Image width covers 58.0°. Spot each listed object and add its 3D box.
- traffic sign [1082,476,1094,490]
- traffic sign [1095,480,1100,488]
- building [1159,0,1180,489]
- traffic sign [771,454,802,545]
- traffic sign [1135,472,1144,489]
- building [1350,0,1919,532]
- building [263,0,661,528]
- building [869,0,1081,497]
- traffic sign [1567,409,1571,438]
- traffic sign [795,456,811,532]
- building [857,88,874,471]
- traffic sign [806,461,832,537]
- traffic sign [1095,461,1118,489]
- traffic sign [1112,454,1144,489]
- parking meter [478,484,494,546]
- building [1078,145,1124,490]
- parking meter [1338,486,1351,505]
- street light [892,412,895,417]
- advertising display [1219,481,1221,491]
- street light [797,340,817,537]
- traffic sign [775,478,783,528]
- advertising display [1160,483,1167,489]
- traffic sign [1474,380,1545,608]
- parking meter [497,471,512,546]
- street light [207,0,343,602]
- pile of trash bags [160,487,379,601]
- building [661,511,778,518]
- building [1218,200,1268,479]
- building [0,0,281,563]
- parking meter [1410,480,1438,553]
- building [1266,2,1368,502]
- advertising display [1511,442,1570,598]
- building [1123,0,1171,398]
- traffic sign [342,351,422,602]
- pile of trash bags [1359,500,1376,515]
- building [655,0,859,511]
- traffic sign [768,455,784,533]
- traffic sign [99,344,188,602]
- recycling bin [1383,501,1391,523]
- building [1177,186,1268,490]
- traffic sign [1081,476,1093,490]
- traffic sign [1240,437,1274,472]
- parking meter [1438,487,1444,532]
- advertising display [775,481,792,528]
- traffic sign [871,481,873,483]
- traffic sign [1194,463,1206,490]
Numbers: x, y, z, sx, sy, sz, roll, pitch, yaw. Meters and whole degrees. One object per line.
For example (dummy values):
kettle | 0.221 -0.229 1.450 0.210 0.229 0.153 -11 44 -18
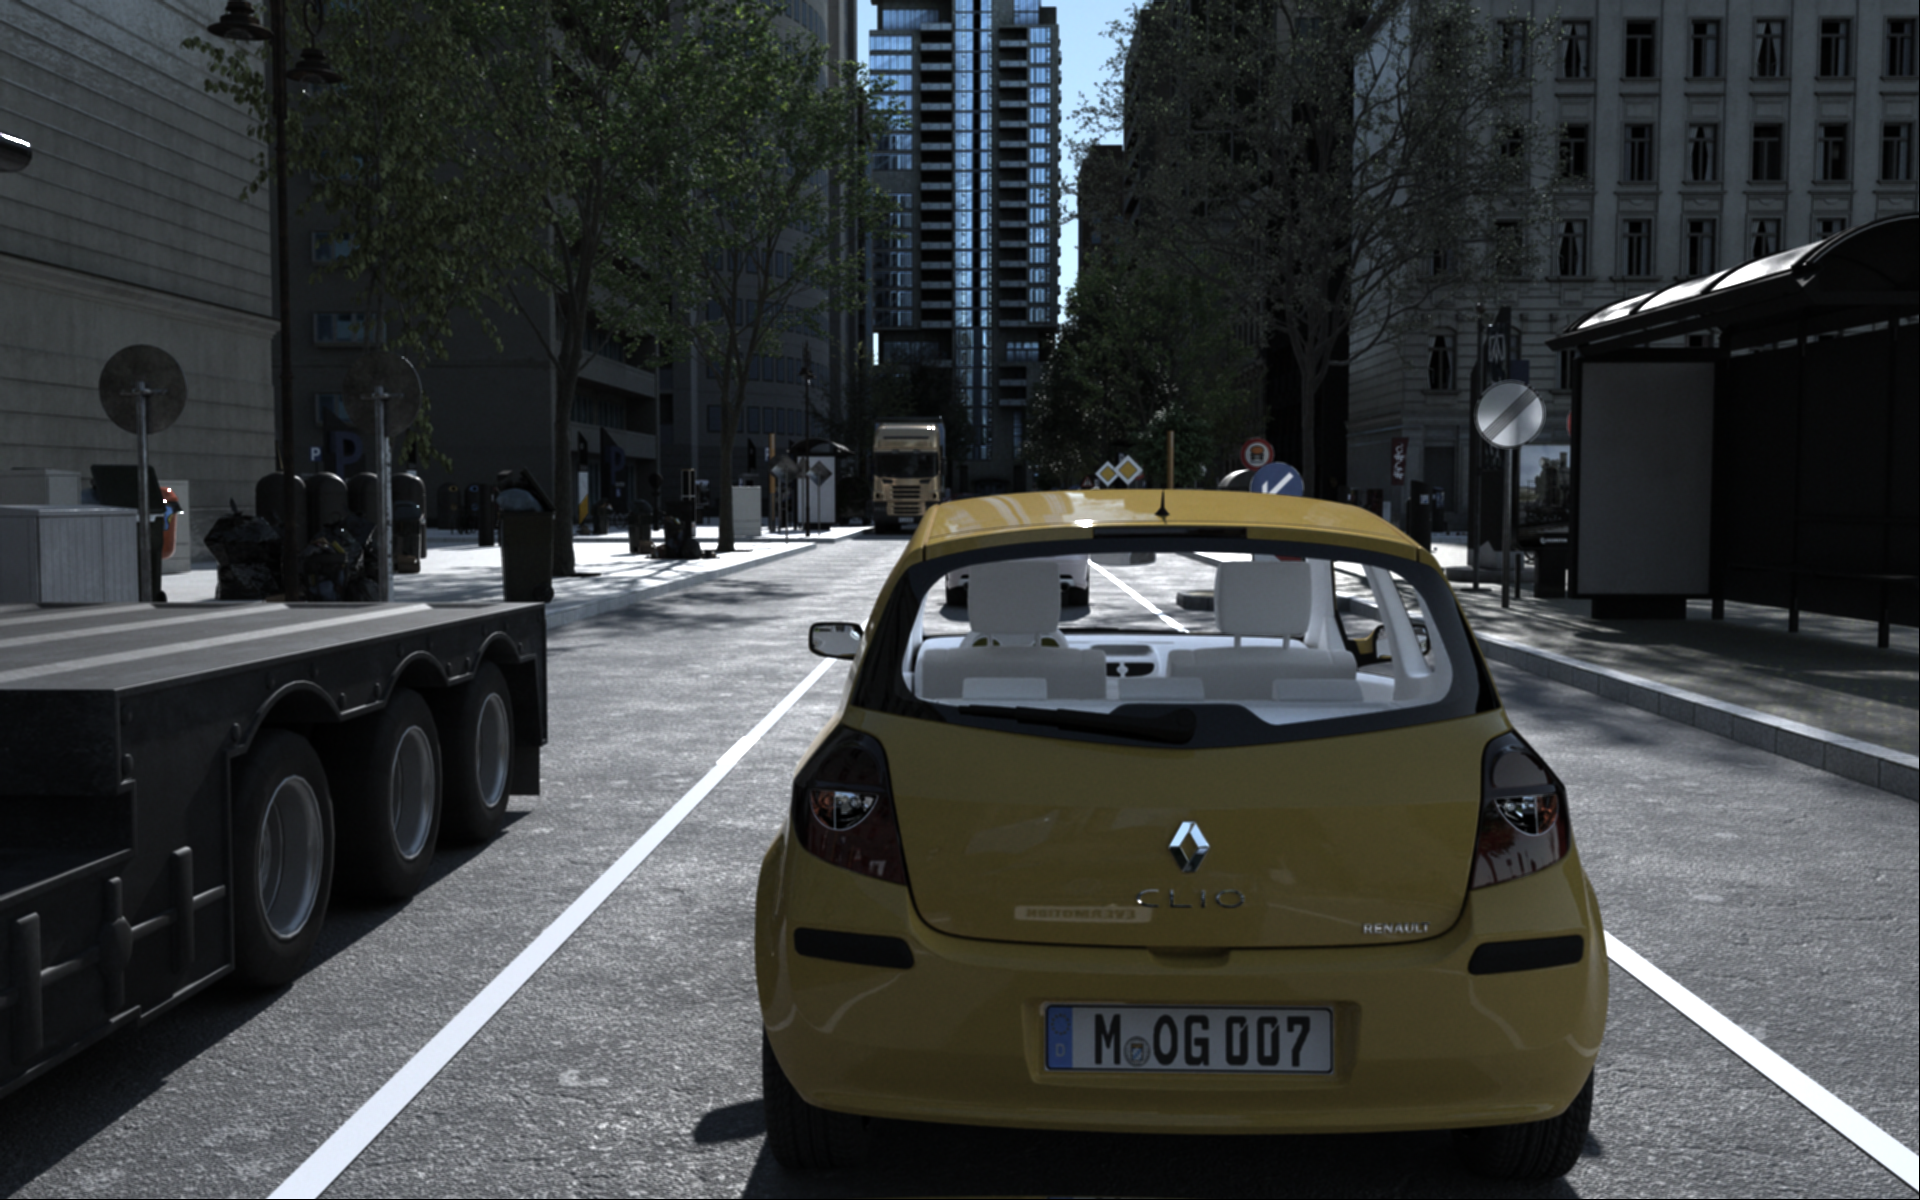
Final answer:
traffic sign | 8.943 -7.426 121.424 0.884 2.594 0.081 0 4 3
traffic sign | 9.540 -7.155 119.106 0.606 2.300 0.079 0 4 2
building | 26.720 -43.265 145.636 20.563 71.187 20.611 0 4 1
traffic sign | -4.402 -2.468 44.000 0.795 2.450 0.064 0 4 1
traffic sign | 6.357 -3.810 62.395 0.768 2.556 0.104 1 4 10
building | 24.008 -13.074 62.917 18.267 20.994 9.793 0 4 1
building | -25.787 -27.577 74.581 21.300 48.544 21.600 0 4 1
building | 0.148 -56.007 228.390 31.000 86.520 22.319 0 4 1
traffic sign | 7.997 -1.324 21.755 0.768 2.556 0.104 1 4 11
traffic sign | -5.325 -3.596 58.793 0.884 2.594 0.081 1 4 9
building | -16.966 -32.860 187.378 14.200 45.320 14.600 0 4 1
traffic sign | -4.229 -2.957 51.983 0.795 2.450 0.064 0 4 1
traffic sign | 4.413 -2.944 51.776 0.795 2.450 0.064 0 4 1
traffic sign | 4.240 -2.456 43.793 0.795 2.450 0.064 0 4 1
parking meter | -11.689 -2.097 42.704 0.372 1.533 0.369 0 3 0
building | 22.655 -35.170 225.141 14.200 45.320 14.600 0 4 1
parking meter | 11.488 -2.654 51.808 0.372 1.533 0.369 0 3 0
street light | -3.711 -7.595 96.968 0.468 5.910 1.993 0 4 1
advertising display | 13.515 -5.023 87.344 0.974 1.923 0.123 0 4 7
street light | -4.599 -4.855 52.162 0.468 5.910 1.993 0 4 1
traffic sign | -6.734 -3.863 65.296 0.606 2.300 0.079 0 4 4
advertising display | 10.178 -4.824 84.087 0.974 1.923 0.123 3 4 36
traffic sign | 6.151 -1.183 19.455 0.768 2.556 0.104 0 4 8
parking meter | -11.245 -2.270 42.831 0.255 1.863 0.399 1 4 10
street light | -5.487 -2.525 14.072 0.468 5.910 1.993 0 4 1
pile of trash bags | -8.891 -0.736 21.788 3.447 1.369 1.912 1 4 11
building | -18.829 -34.555 106.979 21.231 58.520 28.212 0 4 1
building | 20.753 -14.283 98.159 10.561 19.102 19.286 0 4 1
building | -35.714 -15.358 27.521 44.131 29.872 17.030 0 4 1
parking meter | 8.294 -1.393 31.184 0.372 1.533 0.369 0 3 0
building | 21.671 -15.339 80.478 12.332 23.373 15.834 0 4 1
advertising display | 7.287 -0.987 21.347 0.974 1.923 0.123 0 4 -8
building | 27.215 -33.286 167.924 21.300 48.544 21.600 0 4 1
traffic sign | -5.148 -0.936 15.413 0.768 2.556 0.104 1 4 11
pile of trash bags | 27.981 -6.891 122.414 3.447 1.369 1.912 2 4 25
building | -21.372 -38.154 165.809 21.231 58.520 28.212 0 4 1
traffic sign | -5.898 -3.446 56.443 0.768 2.556 0.104 1 4 11
traffic sign | -6.963 -0.897 14.775 0.768 2.556 0.104 0 4 2
recycling bin | 14.320 -2.850 59.145 0.722 1.027 0.722 1 4 11
building | 20.223 -16.411 117.479 9.793 20.994 18.267 0 4 1
traffic sign | 9.074 -7.574 123.833 0.884 2.594 0.081 0 4 4
traffic sign | 6.691 -2.385 39.102 0.768 2.556 0.104 0 4 2
parking meter | 16.000 -3.031 57.960 0.372 1.533 0.369 0 3 0
advertising display | -6.794 -3.735 66.283 0.123 1.923 0.974 3 4 37
traffic sign | -5.216 -6.389 104.471 0.884 2.594 0.081 0 4 8
traffic sign | 8.468 -3.804 62.308 0.768 2.556 0.104 0 4 2
